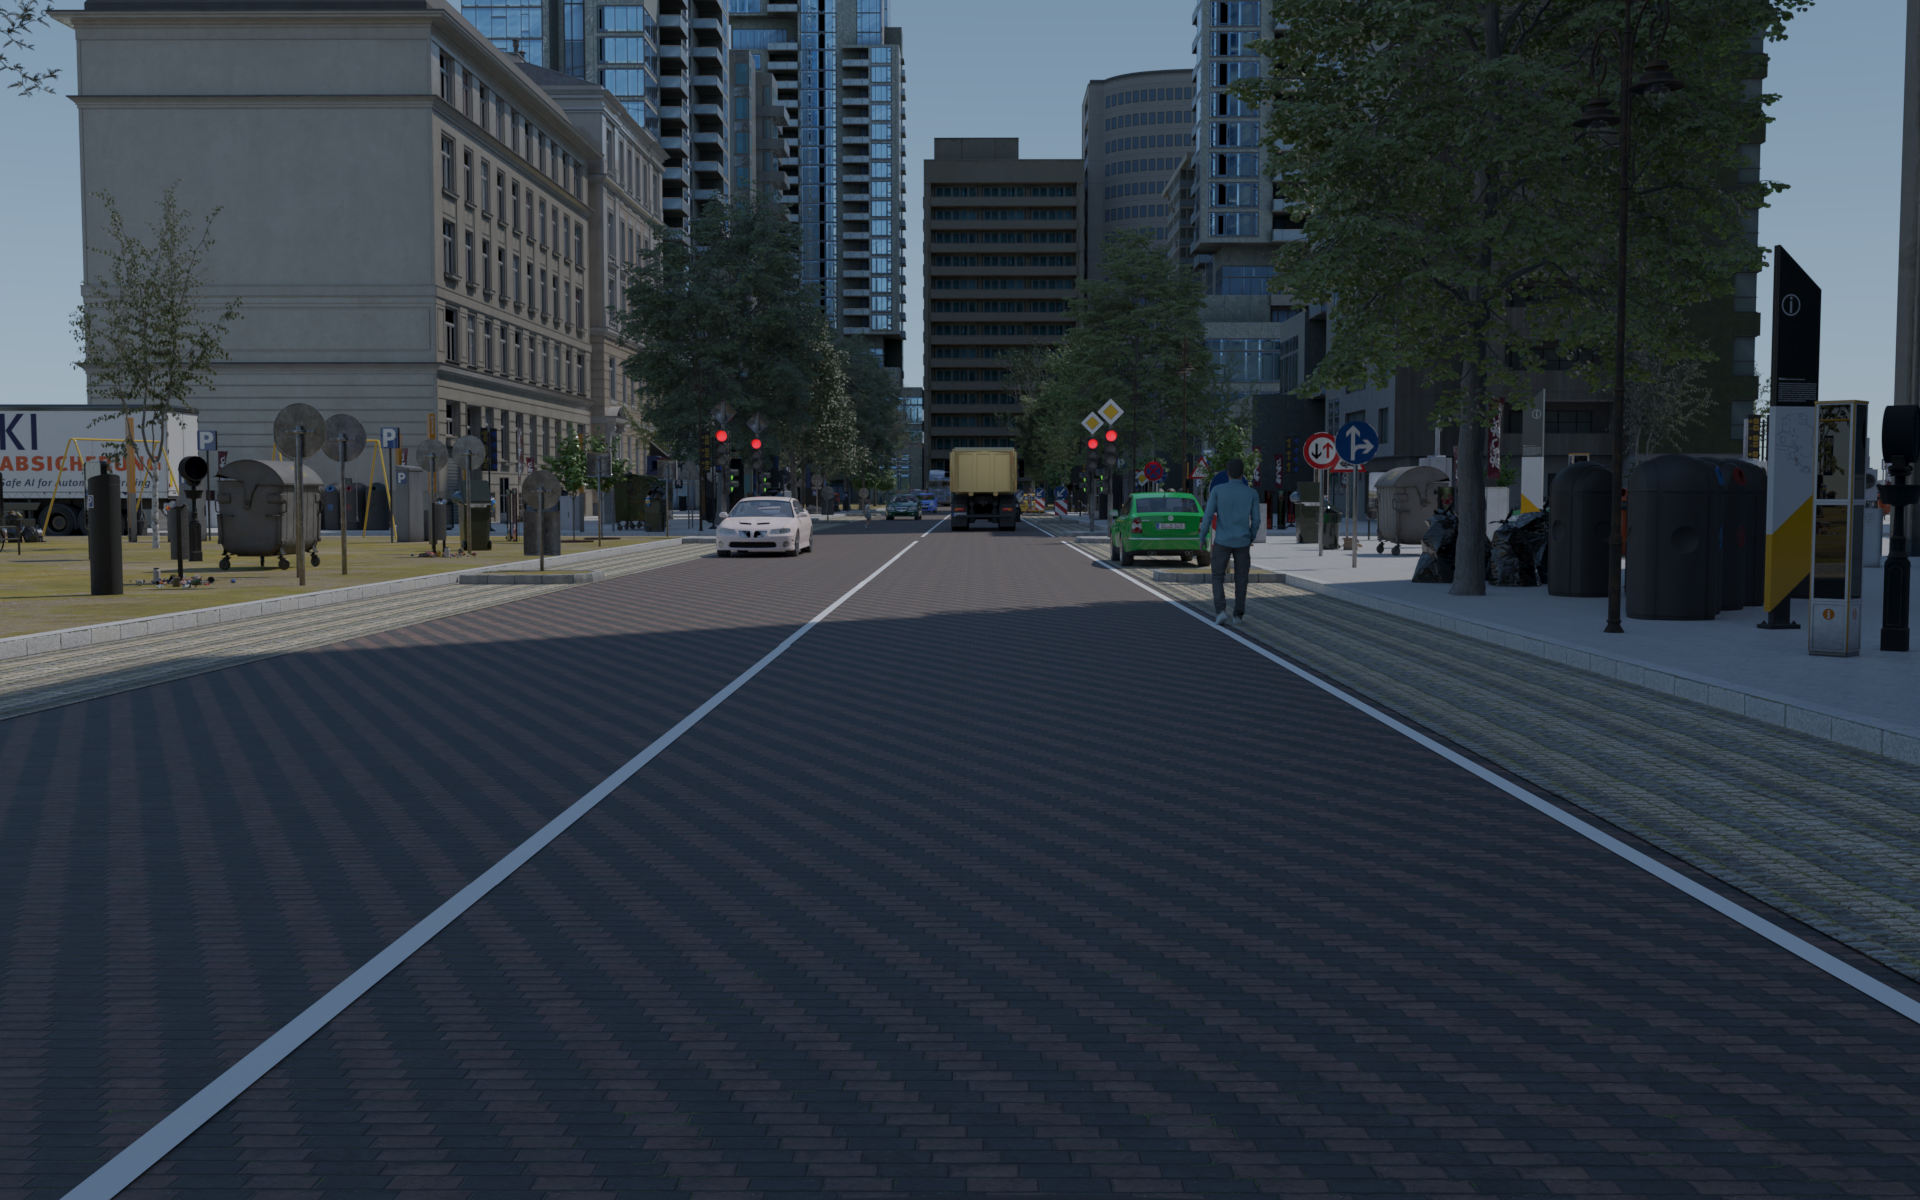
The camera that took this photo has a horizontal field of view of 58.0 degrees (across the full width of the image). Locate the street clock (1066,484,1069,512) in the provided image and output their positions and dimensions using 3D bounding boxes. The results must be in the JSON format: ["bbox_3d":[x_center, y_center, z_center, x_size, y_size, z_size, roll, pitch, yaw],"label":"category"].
[{"bbox_3d":[7.682,-7.123,121.027,0.471,2.002,0.358,-1,4,-8],"label":"street clock"}]

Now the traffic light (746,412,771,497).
[{"bbox_3d":[-6.880,-4.288,59.031,0.839,4.253,0.868,0,4,1],"label":"traffic light"}]

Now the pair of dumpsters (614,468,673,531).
[{"bbox_3d":[-11.467,-3.667,62.453,1.574,2.255,4.437,0,4,0],"label":"pair of dumpsters"}]

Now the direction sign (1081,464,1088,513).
[{"bbox_3d":[8.780,-7.816,119.781,0.876,3.537,0.379,2,4,32],"label":"direction sign"}]

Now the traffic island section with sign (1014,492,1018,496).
[{"bbox_3d":[5.738,-10.969,187.971,1.989,1.847,2.006,0,4,1],"label":"traffic island section with sign"}]

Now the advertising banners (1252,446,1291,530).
[{"bbox_3d":[11.241,-4.084,62.954,0.090,3.025,2.074,-2,4,-28],"label":"advertising banners"}]

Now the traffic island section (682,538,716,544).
[{"bbox_3d":[-6.996,-1.768,51.181,2.009,0.180,2.903,0,4,1],"label":"traffic island section"}]

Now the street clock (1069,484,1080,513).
[{"bbox_3d":[7.998,-7.004,119.084,0.471,2.002,0.358,-2,4,-33],"label":"street clock"}]

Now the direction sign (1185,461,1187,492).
[{"bbox_3d":[14.177,-7.145,108.815,0.379,3.537,0.876,1,4,14],"label":"direction sign"}]

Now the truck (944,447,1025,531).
[{"bbox_3d":[0.980,-4.576,70.747,3.469,3.379,9.791,0,4,1],"label":"truck"}]

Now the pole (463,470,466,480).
[{"bbox_3d":[-19.424,-4.538,68.037,0.158,3.312,0.155,0,3,0],"label":"pole"}]

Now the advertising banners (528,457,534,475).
[{"bbox_3d":[-19.864,-5.280,82.508,0.090,3.025,2.074,3,4,37],"label":"advertising banners"}]

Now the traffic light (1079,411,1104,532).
[{"bbox_3d":[4.480,-4.283,58.940,0.839,4.253,0.868,0,4,1],"label":"traffic light"}]

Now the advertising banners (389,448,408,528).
[{"bbox_3d":[-21.981,-4.281,66.176,2.074,3.025,0.090,1,4,15],"label":"advertising banners"}]

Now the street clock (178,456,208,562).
[{"bbox_3d":[-14.555,-1.734,32.919,0.358,2.002,0.471,3,5,39],"label":"street clock"}]

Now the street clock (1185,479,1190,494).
[{"bbox_3d":[10.675,-4.717,81.694,0.358,2.002,0.471,0,4,1],"label":"street clock"}]

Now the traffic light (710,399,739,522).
[{"bbox_3d":[-6.956,-3.800,51.046,0.839,4.253,0.868,0,4,1],"label":"traffic light"}]

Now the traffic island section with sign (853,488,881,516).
[{"bbox_3d":[-6.110,-6.253,110.860,1.989,1.847,2.006,0,4,1],"label":"traffic island section with sign"}]

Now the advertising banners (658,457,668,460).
[{"bbox_3d":[-14.856,-5.283,82.565,2.074,3.025,0.090,1,4,15],"label":"advertising banners"}]

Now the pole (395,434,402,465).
[{"bbox_3d":[-19.154,-3.994,59.146,0.158,3.312,0.155,0,3,0],"label":"pole"}]

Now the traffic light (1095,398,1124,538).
[{"bbox_3d":[4.405,-3.794,50.955,0.839,4.253,0.868,0,4,1],"label":"traffic light"}]

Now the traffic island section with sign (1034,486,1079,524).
[{"bbox_3d":[4.766,-4.625,84.249,1.989,1.847,2.006,0,4,1],"label":"traffic island section with sign"}]

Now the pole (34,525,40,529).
[{"bbox_3d":[-33.760,-4.244,63.239,0.158,3.312,0.155,0,3,0],"label":"pole"}]

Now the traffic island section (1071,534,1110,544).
[{"bbox_3d":[4.445,-1.761,51.069,2.009,0.180,2.903,0,4,1],"label":"traffic island section"}]

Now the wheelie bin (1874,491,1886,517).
[{"bbox_3d":[52.472,-5.561,98.824,0.693,1.594,0.980,1,4,18],"label":"wheelie bin"}]

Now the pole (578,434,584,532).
[{"bbox_3d":[-12.764,-3.948,58.390,0.158,3.312,0.155,0,3,0],"label":"pole"}]

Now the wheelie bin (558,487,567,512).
[{"bbox_3d":[-17.270,-4.091,74.791,0.693,1.594,0.980,-3,4,-39],"label":"wheelie bin"}]

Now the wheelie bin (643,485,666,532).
[{"bbox_3d":[-10.288,-3.101,58.615,0.693,1.594,0.980,1,4,12],"label":"wheelie bin"}]

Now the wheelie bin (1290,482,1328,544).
[{"bbox_3d":[9.051,-2.273,45.076,0.980,1.594,0.693,0,4,-4],"label":"wheelie bin"}]

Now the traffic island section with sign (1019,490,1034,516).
[{"bbox_3d":[5.010,-6.300,111.637,1.989,1.847,2.006,0,4,1],"label":"traffic island section with sign"}]

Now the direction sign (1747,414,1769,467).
[{"bbox_3d":[22.844,-3.507,49.330,0.876,3.537,0.379,0,4,4],"label":"direction sign"}]

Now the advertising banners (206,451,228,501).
[{"bbox_3d":[-30.193,-4.493,69.640,0.090,3.025,2.074,1,4,23],"label":"advertising banners"}]

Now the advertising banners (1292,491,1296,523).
[{"bbox_3d":[14.624,-4.903,76.358,2.074,3.025,0.090,-2,4,-29],"label":"advertising banners"}]

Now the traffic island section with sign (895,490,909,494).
[{"bbox_3d":[-5.629,-9.355,161.576,1.989,1.847,2.006,0,4,1],"label":"traffic island section with sign"}]

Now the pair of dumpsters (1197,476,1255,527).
[{"bbox_3d":[9.699,-3.710,63.153,1.574,2.255,4.437,0,4,1],"label":"pair of dumpsters"}]

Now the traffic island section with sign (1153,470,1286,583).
[{"bbox_3d":[4.236,-1.224,28.642,1.989,1.847,2.006,0,4,1],"label":"traffic island section with sign"}]

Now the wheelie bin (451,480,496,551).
[{"bbox_3d":[-11.076,-1.925,39.384,0.980,1.594,0.693,-2,4,-29],"label":"wheelie bin"}]

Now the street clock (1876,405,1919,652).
[{"bbox_3d":[7.658,-0.585,14.130,0.358,2.002,0.471,3,4,37],"label":"street clock"}]

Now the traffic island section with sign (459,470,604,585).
[{"bbox_3d":[-6.887,-1.196,28.177,1.989,1.847,2.006,0,4,1],"label":"traffic island section with sign"}]

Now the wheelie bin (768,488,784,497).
[{"bbox_3d":[-9.687,-5.075,90.878,0.980,1.594,0.693,-2,4,-27],"label":"wheelie bin"}]

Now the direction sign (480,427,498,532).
[{"bbox_3d":[-16.121,-4.118,59.328,0.379,3.537,0.876,1,4,22],"label":"direction sign"}]

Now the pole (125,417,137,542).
[{"bbox_3d":[-22.094,-3.200,46.163,0.158,3.312,0.155,0,3,0],"label":"pole"}]

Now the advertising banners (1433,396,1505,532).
[{"bbox_3d":[8.995,-2.099,30.514,2.074,3.025,0.090,-3,5,-40],"label":"advertising banners"}]

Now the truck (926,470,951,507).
[{"bbox_3d":[-2.395,-12.917,200.949,2.967,4.110,18.799,0,4,-1],"label":"truck"}]

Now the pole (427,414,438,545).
[{"bbox_3d":[-13.404,-3.066,43.973,0.158,3.312,0.155,0,3,0],"label":"pole"}]

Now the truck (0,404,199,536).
[{"bbox_3d":[-30.345,-4.053,55.178,11.283,4.237,2.839,0,4,-1],"label":"truck"}]

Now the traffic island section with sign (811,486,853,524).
[{"bbox_3d":[-6.356,-4.596,83.765,1.989,1.847,2.006,0,4,1],"label":"traffic island section with sign"}]

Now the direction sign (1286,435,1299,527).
[{"bbox_3d":[12.870,-4.596,67.149,0.379,3.537,0.876,-1,4,-21],"label":"direction sign"}]

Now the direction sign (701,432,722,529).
[{"bbox_3d":[-9.032,-4.363,63.328,0.876,3.537,0.379,-1,4,-15],"label":"direction sign"}]

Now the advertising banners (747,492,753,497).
[{"bbox_3d":[-15.274,-8.328,132.350,2.074,3.025,0.090,0,4,4],"label":"advertising banners"}]

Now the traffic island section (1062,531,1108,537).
[{"bbox_3d":[4.520,-2.249,59.054,2.009,0.180,2.903,0,4,1],"label":"traffic island section"}]

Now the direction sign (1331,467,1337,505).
[{"bbox_3d":[16.101,-5.050,74.568,0.379,3.537,0.876,0,4,-4],"label":"direction sign"}]
